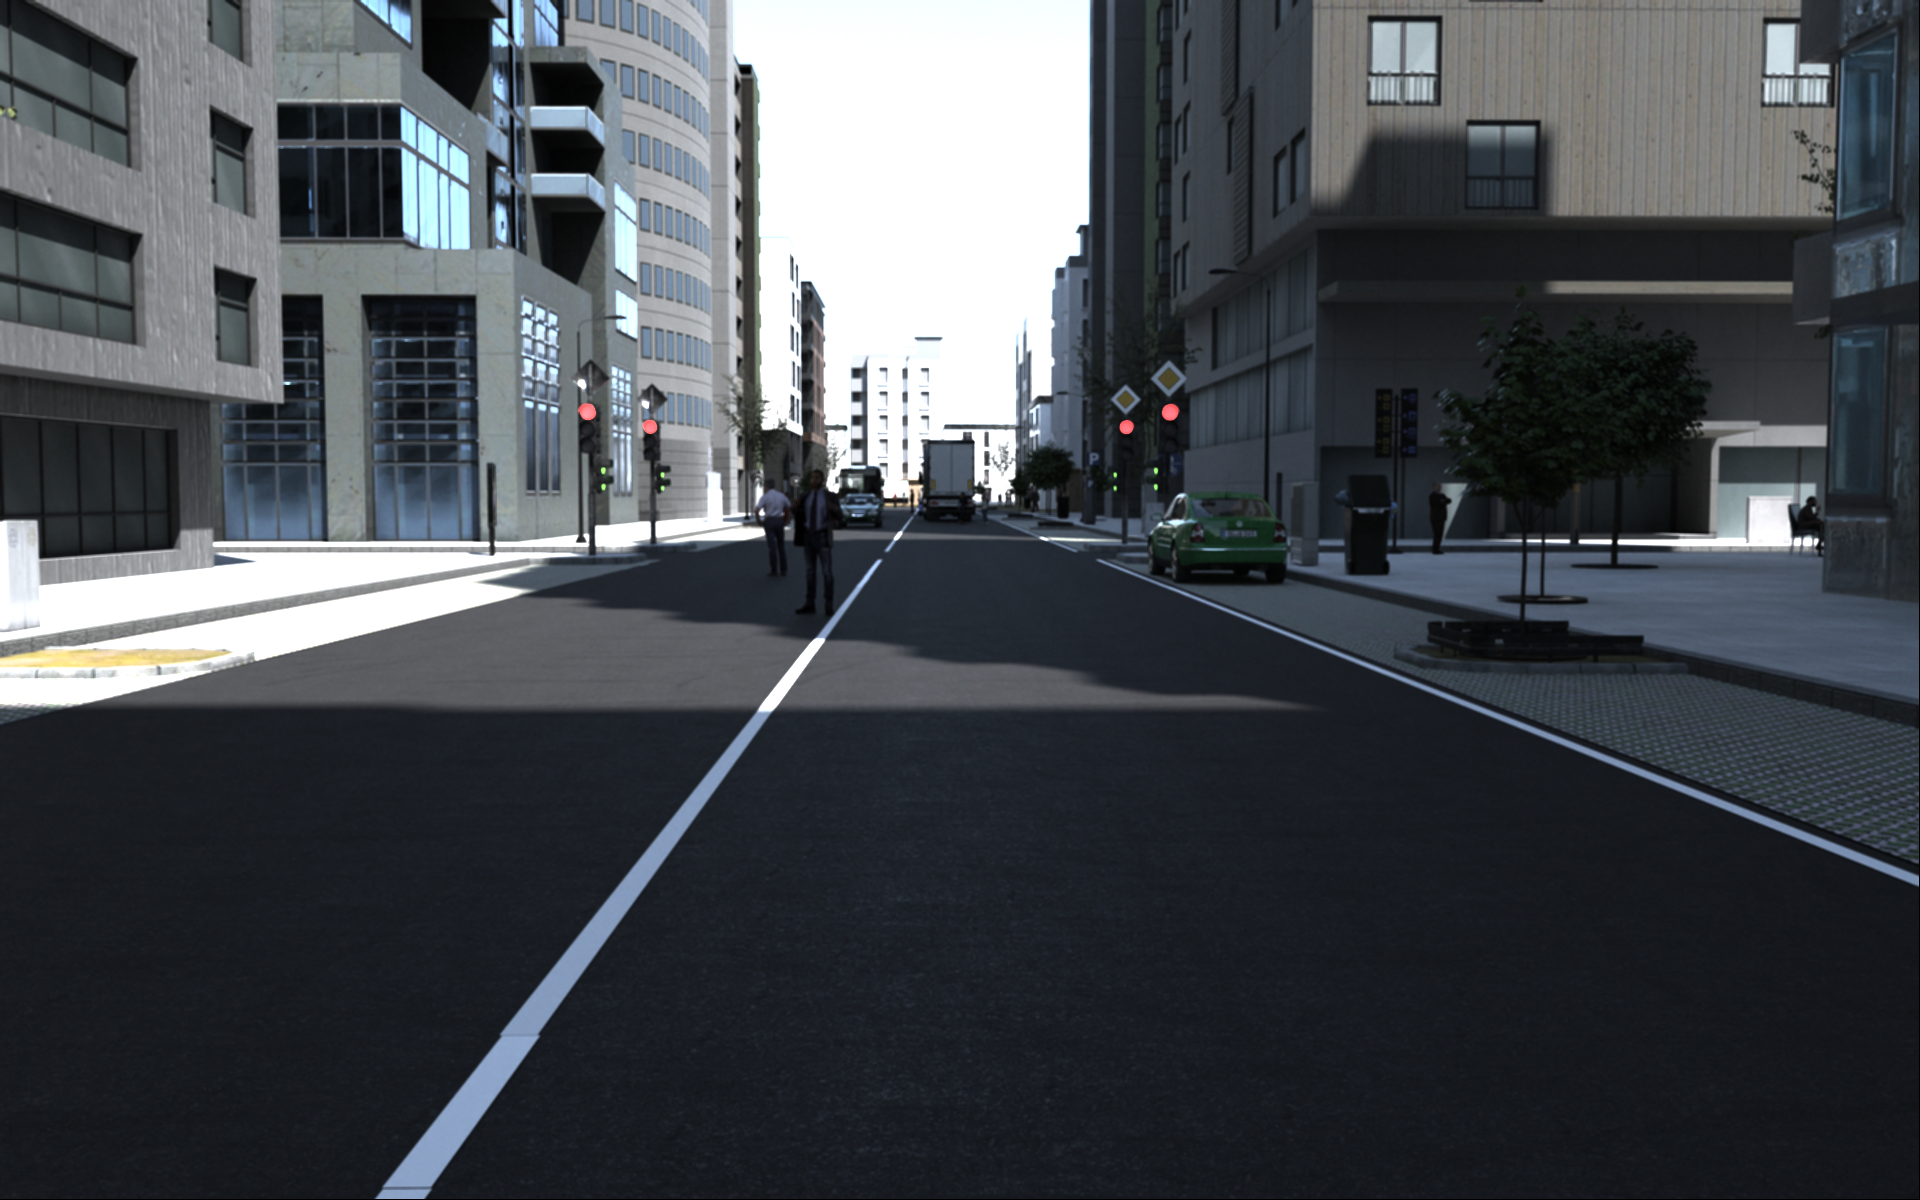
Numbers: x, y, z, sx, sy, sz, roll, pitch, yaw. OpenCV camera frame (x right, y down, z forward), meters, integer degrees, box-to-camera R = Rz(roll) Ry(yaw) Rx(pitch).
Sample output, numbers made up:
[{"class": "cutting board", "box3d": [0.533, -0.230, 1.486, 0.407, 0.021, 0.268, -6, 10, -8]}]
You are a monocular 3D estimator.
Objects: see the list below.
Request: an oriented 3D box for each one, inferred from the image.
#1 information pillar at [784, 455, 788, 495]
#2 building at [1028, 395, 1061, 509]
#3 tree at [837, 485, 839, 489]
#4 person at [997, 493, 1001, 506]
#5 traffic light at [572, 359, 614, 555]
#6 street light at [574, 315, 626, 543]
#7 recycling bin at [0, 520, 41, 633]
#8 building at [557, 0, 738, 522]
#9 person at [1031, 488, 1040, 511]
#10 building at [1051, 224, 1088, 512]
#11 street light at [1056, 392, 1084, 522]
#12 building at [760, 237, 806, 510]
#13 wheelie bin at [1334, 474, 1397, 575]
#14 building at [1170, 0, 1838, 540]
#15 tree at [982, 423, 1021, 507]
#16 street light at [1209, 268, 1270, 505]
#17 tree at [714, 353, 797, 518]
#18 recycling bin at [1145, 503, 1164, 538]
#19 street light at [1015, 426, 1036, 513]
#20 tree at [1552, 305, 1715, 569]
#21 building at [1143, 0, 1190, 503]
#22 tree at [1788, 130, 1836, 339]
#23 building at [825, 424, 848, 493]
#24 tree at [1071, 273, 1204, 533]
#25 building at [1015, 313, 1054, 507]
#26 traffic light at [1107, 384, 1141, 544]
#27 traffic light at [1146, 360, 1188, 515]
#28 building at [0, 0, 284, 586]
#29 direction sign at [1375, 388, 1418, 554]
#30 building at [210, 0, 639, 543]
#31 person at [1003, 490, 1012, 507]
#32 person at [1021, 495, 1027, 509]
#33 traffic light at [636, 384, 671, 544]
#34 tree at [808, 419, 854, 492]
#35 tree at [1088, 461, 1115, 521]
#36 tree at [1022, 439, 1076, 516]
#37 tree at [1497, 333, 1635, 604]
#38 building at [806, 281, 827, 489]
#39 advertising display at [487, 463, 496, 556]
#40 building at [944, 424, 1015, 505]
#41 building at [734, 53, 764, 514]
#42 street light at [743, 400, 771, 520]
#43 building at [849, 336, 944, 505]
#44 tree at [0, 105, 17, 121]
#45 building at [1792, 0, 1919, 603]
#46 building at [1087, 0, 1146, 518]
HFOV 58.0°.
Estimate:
[{"class": "information pillar", "box3d": [-10.410, -6.871, 103.700, 0.183, 3.616, 0.504, 1, 4, 16]}, {"class": "building", "box3d": [11.165, -12.568, 147.636, 9.099, 9.664, 28.070, 0, 4, -1]}, {"class": "tree", "box3d": [-12.490, -11.790, 187.367, 1.663, 3.219, 1.824, 0, 3, 0]}, {"class": "person", "box3d": [4.263, -10.858, 186.755, 0.628, 1.438, 0.799, -2, 4, -30]}, {"class": "traffic light", "box3d": [-7.674, -2.886, 36.111, 0.839, 4.253, 0.868, 0, 4, -1]}, {"class": "street light", "box3d": [-9.334, -4.431, 44.981, 1.470, 5.913, 1.316, 0, 4, -1]}, {"class": "recycling bin", "box3d": [-9.176, -0.228, 16.290, 0.722, 1.027, 0.722, 0, 4, -3]}, {"class": "building", "box3d": [-23.689, -33.455, 88.988, 21.231, 58.520, 28.212, 0, 4, -1]}, {"class": "person", "box3d": [5.626, -7.555, 130.118, 0.990, 1.755, 0.434, -3, 5, -44]}, {"class": "building", "box3d": [14.839, -16.568, 127.302, 16.016, 20.091, 11.380, 0, 4, -1]}, {"class": "street light", "box3d": [5.079, -6.501, 78.833, 1.470, 5.913, 1.316, 0, 4, -1]}, {"class": "building", "box3d": [-27.482, -17.823, 135.387, 27.936, 21.610, 32.646, 0, 4, -1]}, {"class": "wheelie bin", "box3d": [6.443, -1.206, 27.624, 0.980, 1.594, 0.693, 0, 4, -1]}, {"class": "building", "box3d": [21.993, -28.694, 58.382, 27.495, 52.752, 28.713, 0, 4, -1]}, {"class": "tree", "box3d": [4.255, -13.941, 178.290, 4.360, 8.622, 3.978, 0, 3, 0]}, {"class": "street light", "box3d": [5.809, -3.867, 35.766, 1.470, 5.913, 1.316, 0, 4, -1]}, {"class": "tree", "box3d": [-10.746, -8.623, 91.344, 4.360, 8.622, 3.978, 0, 3, 0]}, {"class": "recycling bin", "box3d": [5.838, -2.356, 51.069, 0.722, 1.027, 0.722, 1, 4, 9]}, {"class": "street light", "box3d": [4.477, -8.954, 118.940, 1.470, 5.913, 1.316, 0, 4, -1]}, {"class": "tree", "box3d": [11.413, -2.840, 30.152, 4.285, 4.588, 4.351, 0, 3, 0]}, {"class": "building", "box3d": [15.659, -24.418, 82.833, 14.154, 41.232, 14.086, 0, 4, -1]}, {"class": "tree", "box3d": [17.161, -4.983, 31.828, 4.737, 8.622, 4.395, 0, 3, 0]}, {"class": "building", "box3d": [-27.723, -16.310, 208.822, 28.070, 9.664, 9.099, 0, 4, -1]}, {"class": "tree", "box3d": [5.815, -6.519, 56.944, 4.360, 8.622, 3.978, 0, 3, 0]}, {"class": "building", "box3d": [14.784, -19.061, 178.101, 16.747, 18.905, 31.486, 0, 4, -1]}, {"class": "traffic light", "box3d": [4.206, -3.388, 44.320, 0.839, 4.253, 0.868, 0, 4, -1]}, {"class": "traffic light", "box3d": [4.345, -2.900, 36.336, 0.839, 4.253, 0.868, 0, 4, -1]}, {"class": "building", "box3d": [-18.781, -15.534, 25.690, 14.107, 30.474, 14.160, 0, 4, -1]}, {"class": "direction sign", "box3d": [9.374, -2.769, 37.270, 0.876, 3.537, 0.379, 1, 4, 14]}, {"class": "building", "box3d": [-23.124, -45.616, 58.488, 22.319, 86.520, 31.000, 0, 4, -1]}, {"class": "person", "box3d": [4.641, -9.970, 169.882, 1.217, 1.723, 0.721, -3, 5, -42]}, {"class": "person", "box3d": [5.784, -8.863, 150.933, 1.348, 1.826, 0.705, -3, 5, -44]}, {"class": "traffic light", "box3d": [-7.813, -3.375, 44.095, 0.839, 4.253, 0.868, 0, 4, -1]}, {"class": "tree", "box3d": [-12.176, -13.076, 164.154, 4.360, 8.622, 3.978, 0, 3, 0]}, {"class": "tree", "box3d": [6.487, -5.452, 83.745, 1.663, 3.219, 1.824, 0, 3, 0]}, {"class": "tree", "box3d": [5.288, -7.320, 103.403, 4.285, 4.588, 4.351, 0, 3, 0]}, {"class": "tree", "box3d": [6.826, -1.584, 20.494, 1.663, 3.219, 1.824, 0, 3, 0]}, {"class": "building", "box3d": [-30.727, -20.529, 179.617, 32.646, 21.610, 27.936, 0, 4, -1]}, {"class": "advertising display", "box3d": [-9.727, -1.883, 35.994, 0.123, 1.923, 0.974, -1, 4, -12]}, {"class": "building", "box3d": [12.060, -16.433, 210.824, 28.070, 9.664, 9.099, 0, 4, -1]}, {"class": "building", "box3d": [-20.411, -20.755, 111.049, 14.160, 30.474, 14.107, 0, 4, -1]}, {"class": "street light", "box3d": [-10.025, -6.923, 85.738, 1.470, 5.913, 1.316, 0, 4, -1]}, {"class": "building", "box3d": [-7.715, -21.823, 213.219, 11.380, 20.091, 16.016, 0, 4, -1]}, {"class": "tree", "box3d": [-9.471, -3.843, 13.195, 4.737, 8.622, 4.395, 0, 3, 0]}, {"class": "building", "box3d": [20.985, -23.786, 8.507, 23.786, 49.044, 30.456, 0, 4, -1]}, {"class": "building", "box3d": [18.303, -34.386, 104.212, 21.231, 58.520, 28.212, 0, 4, -1]}]
